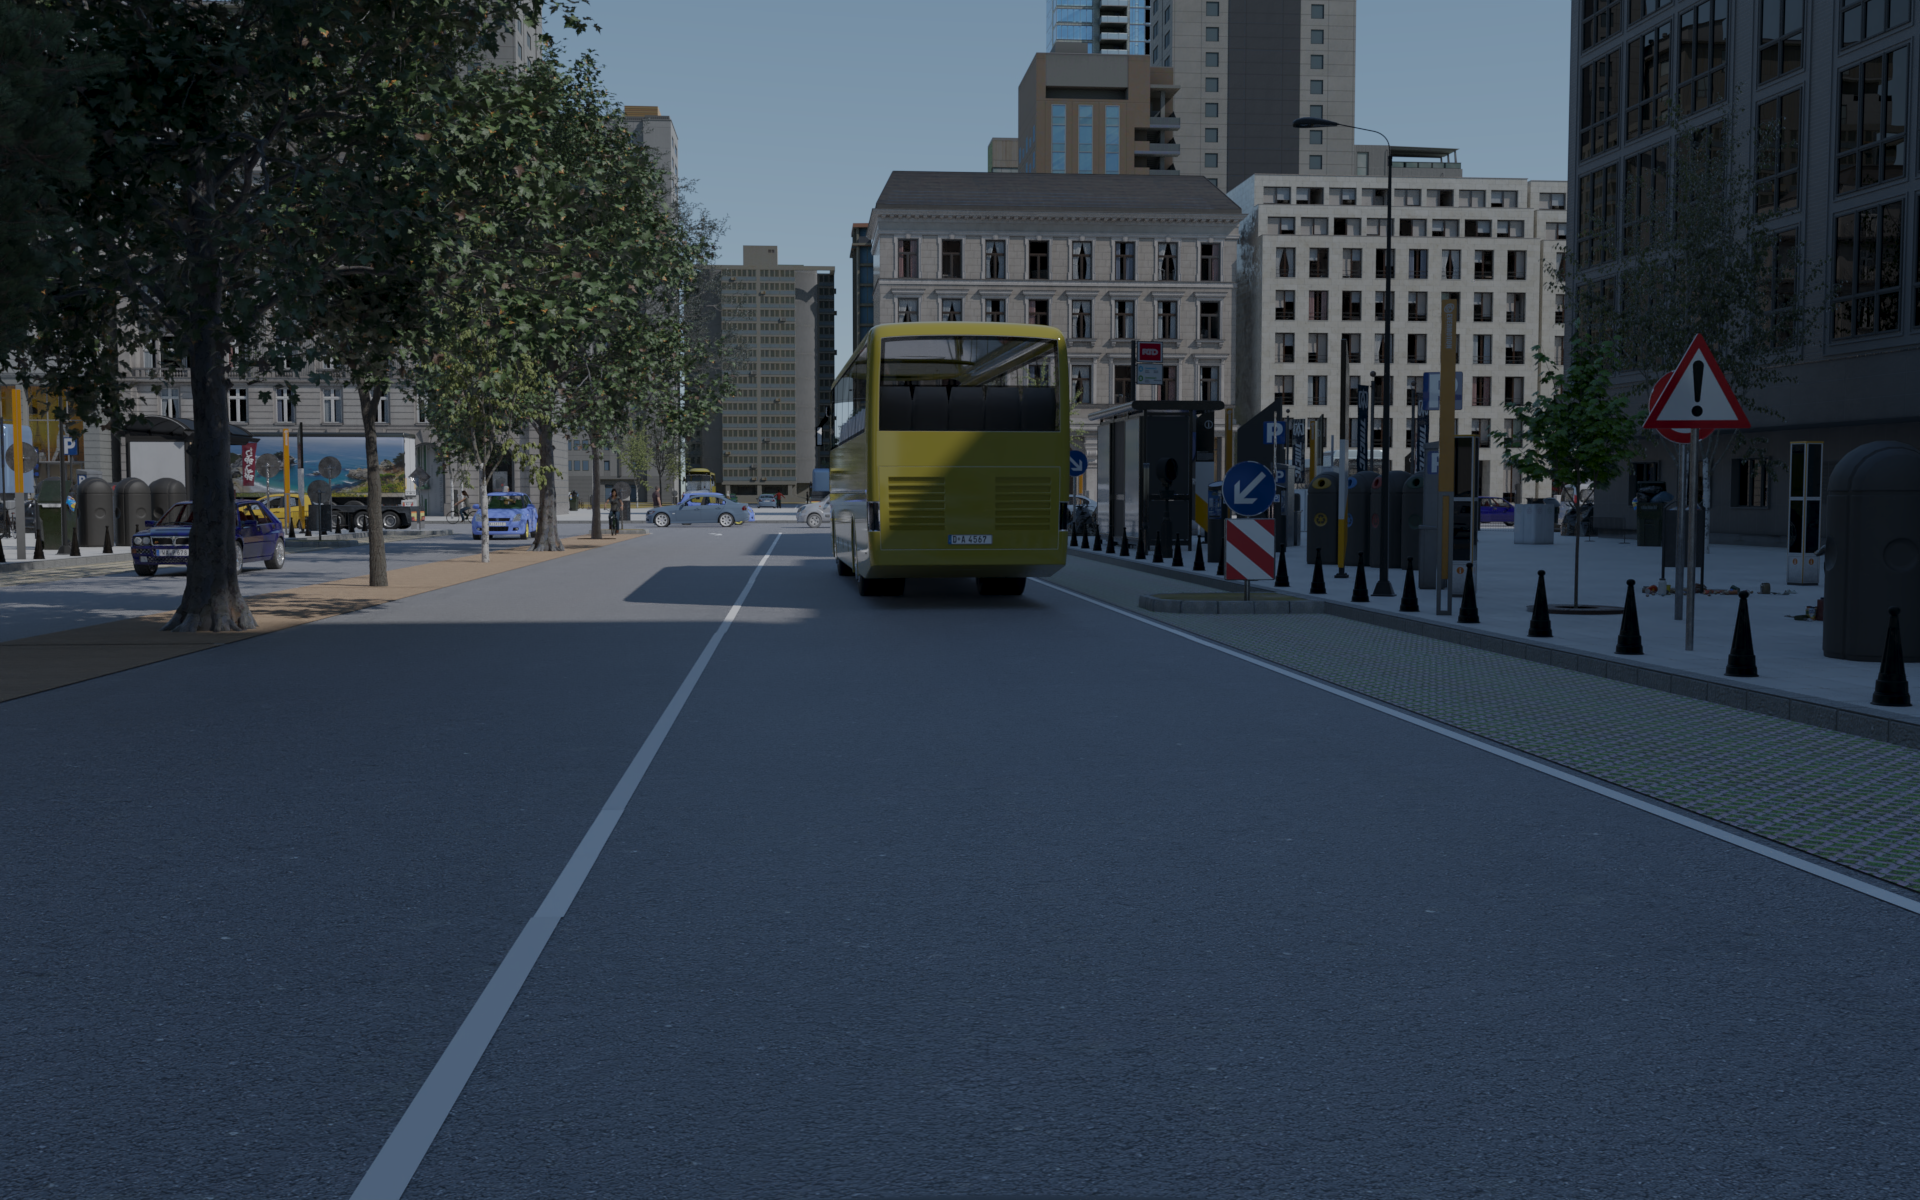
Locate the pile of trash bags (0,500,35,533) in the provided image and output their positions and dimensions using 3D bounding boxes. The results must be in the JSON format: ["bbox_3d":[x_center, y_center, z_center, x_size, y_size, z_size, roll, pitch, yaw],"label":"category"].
[{"bbox_3d":[-31.845,-2.877,56.795,3.447,1.369,1.912,-1,4,-19],"label":"pile of trash bags"}]

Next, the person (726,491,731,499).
[{"bbox_3d":[-22.425,-9.716,168.087,0.721,1.736,1.217,0,4,4],"label":"person"}]

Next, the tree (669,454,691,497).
[{"bbox_3d":[-35.343,-16.096,213.529,4.737,8.622,4.395,0,3,0],"label":"tree"}]

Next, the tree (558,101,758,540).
[{"bbox_3d":[-11.392,-8.631,53.951,12.009,13.543,11.850,0,3,0],"label":"tree"}]

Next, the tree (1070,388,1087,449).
[{"bbox_3d":[4.601,-8.799,94.219,4.737,8.622,4.395,0,3,0],"label":"tree"}]

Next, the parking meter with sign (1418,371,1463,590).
[{"bbox_3d":[6.623,-1.695,23.975,0.543,3.016,1.738,1,4,18],"label":"parking meter with sign"}]

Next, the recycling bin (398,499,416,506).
[{"bbox_3d":[-27.008,-4.404,84.558,0.722,1.027,0.722,-3,5,-40],"label":"recycling bin"}]

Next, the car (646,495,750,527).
[{"bbox_3d":[-11.404,-3.874,75.335,4.499,1.417,2.014,0,4,-5],"label":"car"}]

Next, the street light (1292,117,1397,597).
[{"bbox_3d":[4.789,-2.998,21.562,1.470,5.913,1.316,0,4,-5],"label":"street light"}]

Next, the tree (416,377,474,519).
[{"bbox_3d":[-25.899,-8.479,88.987,4.360,8.622,3.978,0,3,0],"label":"tree"}]

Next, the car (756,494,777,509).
[{"bbox_3d":[-18.234,-9.253,163.296,2.014,1.417,4.499,0,4,-7],"label":"car"}]

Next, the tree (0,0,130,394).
[{"bbox_3d":[-7.769,-5.216,9.793,6.751,12.117,7.091,0,3,0],"label":"tree"}]

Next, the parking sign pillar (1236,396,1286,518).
[{"bbox_3d":[8.416,-3.665,48.392,1.447,3.967,1.447,2,4,34],"label":"parking sign pillar"}]

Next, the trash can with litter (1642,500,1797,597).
[{"bbox_3d":[9.677,-0.677,22.125,2.233,1.210,1.678,0,4,1],"label":"trash can with litter"}]

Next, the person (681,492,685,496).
[{"bbox_3d":[-25.018,-8.985,156.869,0.415,1.643,0.593,-2,4,-25],"label":"person"}]

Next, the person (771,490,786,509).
[{"bbox_3d":[-16.680,-9.235,159.454,1.348,1.831,0.705,-1,4,-14],"label":"person"}]

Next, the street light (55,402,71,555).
[{"bbox_3d":[-18.422,-3.916,36.560,1.470,5.913,1.316,0,4,-5],"label":"street light"}]

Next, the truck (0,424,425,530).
[{"bbox_3d":[-30.839,-4.776,67.851,18.799,4.110,2.967,0,4,-5],"label":"truck"}]

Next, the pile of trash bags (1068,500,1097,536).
[{"bbox_3d":[3.508,-2.727,54.340,1.912,1.369,3.447,-2,4,-25],"label":"pile of trash bags"}]

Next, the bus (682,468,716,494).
[{"bbox_3d":[-25.430,-10.897,169.709,2.896,3.916,12.252,0,4,-6],"label":"bus"}]

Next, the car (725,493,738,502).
[{"bbox_3d":[-29.031,-12.846,218.826,1.959,1.807,4.718,0,4,-6],"label":"car"}]

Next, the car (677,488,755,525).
[{"bbox_3d":[-11.325,-4.308,80.024,3.694,1.707,1.945,0,4,-6],"label":"car"}]

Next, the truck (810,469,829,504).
[{"bbox_3d":[-13.962,-11.457,177.085,2.967,4.110,18.799,0,4,-4],"label":"truck"}]

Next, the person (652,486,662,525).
[{"bbox_3d":[-13.919,-4.353,79.802,0.434,1.807,0.598,-2,4,-30],"label":"person"}]

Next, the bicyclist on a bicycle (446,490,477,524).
[{"bbox_3d":[-23.593,-4.418,82.250,1.625,1.676,1.499,0,4,-6],"label":"bicyclist on a bicycle"}]

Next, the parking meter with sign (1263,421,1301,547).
[{"bbox_3d":[7.908,-2.815,42.283,0.543,3.016,1.738,2,4,27],"label":"parking meter with sign"}]

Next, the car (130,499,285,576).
[{"bbox_3d":[-13.698,-1.168,31.676,1.945,1.354,3.894,0,4,-5],"label":"car"}]

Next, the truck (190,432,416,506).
[{"bbox_3d":[-30.960,-5.539,79.472,11.283,4.237,2.839,0,4,-6],"label":"truck"}]

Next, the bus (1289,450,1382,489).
[{"bbox_3d":[15.890,-5.131,78.748,2.948,3.499,13.247,0,4,-6],"label":"bus"}]

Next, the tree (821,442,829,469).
[{"bbox_3d":[-12.653,-18.654,221.993,9.611,12.733,9.660,0,3,0],"label":"tree"}]

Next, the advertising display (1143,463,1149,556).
[{"bbox_3d":[3.919,-1.913,36.495,0.123,1.923,0.974,0,4,5],"label":"advertising display"}]

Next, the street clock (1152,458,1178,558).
[{"bbox_3d":[4.141,-1.841,34.676,0.358,2.002,0.471,3,5,42],"label":"street clock"}]

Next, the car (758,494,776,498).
[{"bbox_3d":[-20.825,-10.905,187.090,1.959,1.807,4.718,0,4,-6],"label":"car"}]

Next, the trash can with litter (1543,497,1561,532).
[{"bbox_3d":[20.151,-2.888,58.607,0.624,1.170,1.055,0,4,-4],"label":"trash can with litter"}]

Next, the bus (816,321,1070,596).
[{"bbox_3d":[-0.602,-2.186,27.291,2.896,3.916,12.252,0,4,-7],"label":"bus"}]

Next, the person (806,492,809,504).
[{"bbox_3d":[-17.881,-11.907,203.892,0.721,1.735,1.217,0,4,8],"label":"person"}]

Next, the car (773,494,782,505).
[{"bbox_3d":[-21.702,-11.781,201.416,1.959,1.807,4.718,0,4,-7],"label":"car"}]

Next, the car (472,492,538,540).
[{"bbox_3d":[-14.518,-2.798,55.337,1.945,1.707,3.694,0,4,-6],"label":"car"}]

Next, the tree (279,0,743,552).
[{"bbox_3d":[-10.348,-7.564,43.136,9.611,12.733,9.660,0,3,0],"label":"tree"}]

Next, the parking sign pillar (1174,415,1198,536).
[{"bbox_3d":[7.328,-4.008,53.999,1.447,3.967,1.447,-1,4,-20],"label":"parking sign pillar"}]

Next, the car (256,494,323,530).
[{"bbox_3d":[-25.385,-3.293,64.066,3.980,1.641,2.015,0,4,-5],"label":"car"}]

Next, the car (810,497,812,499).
[{"bbox_3d":[-16.200,-11.569,197.947,1.959,1.807,4.718,0,4,-6],"label":"car"}]

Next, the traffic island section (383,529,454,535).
[{"bbox_3d":[-19.179,-2.396,61.457,2.009,0.180,2.903,0,4,-5],"label":"traffic island section"}]

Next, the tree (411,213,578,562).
[{"bbox_3d":[-9.829,-5.063,35.606,4.737,8.622,4.395,0,3,0],"label":"tree"}]

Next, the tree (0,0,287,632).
[{"bbox_3d":[-7.899,-6.030,18.062,9.611,12.733,9.660,0,3,0],"label":"tree"}]

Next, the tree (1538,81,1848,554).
[{"bbox_3d":[13.027,-4.958,31.431,4.360,8.622,3.978,0,3,0],"label":"tree"}]

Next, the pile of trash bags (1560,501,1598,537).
[{"bbox_3d":[20.174,-2.629,52.729,3.447,1.369,1.912,0,4,7],"label":"pile of trash bags"}]

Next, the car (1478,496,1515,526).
[{"bbox_3d":[23.806,-3.976,77.581,3.894,1.354,1.945,0,4,-6],"label":"car"}]

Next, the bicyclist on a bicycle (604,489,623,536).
[{"bbox_3d":[-11.866,-3.020,59.400,1.499,1.676,1.625,0,4,-5],"label":"bicyclist on a bicycle"}]

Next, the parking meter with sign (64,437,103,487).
[{"bbox_3d":[-27.049,-3.525,53.900,0.543,3.016,1.738,1,4,13],"label":"parking meter with sign"}]

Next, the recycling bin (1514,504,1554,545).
[{"bbox_3d":[14.697,-1.944,44.337,0.722,1.027,0.722,-2,4,-27],"label":"recycling bin"}]

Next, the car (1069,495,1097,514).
[{"bbox_3d":[4.345,-3.939,76.397,4.499,1.417,2.014,0,4,-7],"label":"car"}]

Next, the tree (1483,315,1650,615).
[{"bbox_3d":[6.757,-1.487,18.912,1.663,3.219,1.824,0,3,0],"label":"tree"}]

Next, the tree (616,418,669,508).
[{"bbox_3d":[-30.349,-12.969,162.409,4.737,8.622,4.395,0,3,0],"label":"tree"}]

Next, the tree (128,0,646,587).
[{"bbox_3d":[-8.979,-5.498,26.755,8.767,10.594,7.601,0,4,-5],"label":"tree"}]
